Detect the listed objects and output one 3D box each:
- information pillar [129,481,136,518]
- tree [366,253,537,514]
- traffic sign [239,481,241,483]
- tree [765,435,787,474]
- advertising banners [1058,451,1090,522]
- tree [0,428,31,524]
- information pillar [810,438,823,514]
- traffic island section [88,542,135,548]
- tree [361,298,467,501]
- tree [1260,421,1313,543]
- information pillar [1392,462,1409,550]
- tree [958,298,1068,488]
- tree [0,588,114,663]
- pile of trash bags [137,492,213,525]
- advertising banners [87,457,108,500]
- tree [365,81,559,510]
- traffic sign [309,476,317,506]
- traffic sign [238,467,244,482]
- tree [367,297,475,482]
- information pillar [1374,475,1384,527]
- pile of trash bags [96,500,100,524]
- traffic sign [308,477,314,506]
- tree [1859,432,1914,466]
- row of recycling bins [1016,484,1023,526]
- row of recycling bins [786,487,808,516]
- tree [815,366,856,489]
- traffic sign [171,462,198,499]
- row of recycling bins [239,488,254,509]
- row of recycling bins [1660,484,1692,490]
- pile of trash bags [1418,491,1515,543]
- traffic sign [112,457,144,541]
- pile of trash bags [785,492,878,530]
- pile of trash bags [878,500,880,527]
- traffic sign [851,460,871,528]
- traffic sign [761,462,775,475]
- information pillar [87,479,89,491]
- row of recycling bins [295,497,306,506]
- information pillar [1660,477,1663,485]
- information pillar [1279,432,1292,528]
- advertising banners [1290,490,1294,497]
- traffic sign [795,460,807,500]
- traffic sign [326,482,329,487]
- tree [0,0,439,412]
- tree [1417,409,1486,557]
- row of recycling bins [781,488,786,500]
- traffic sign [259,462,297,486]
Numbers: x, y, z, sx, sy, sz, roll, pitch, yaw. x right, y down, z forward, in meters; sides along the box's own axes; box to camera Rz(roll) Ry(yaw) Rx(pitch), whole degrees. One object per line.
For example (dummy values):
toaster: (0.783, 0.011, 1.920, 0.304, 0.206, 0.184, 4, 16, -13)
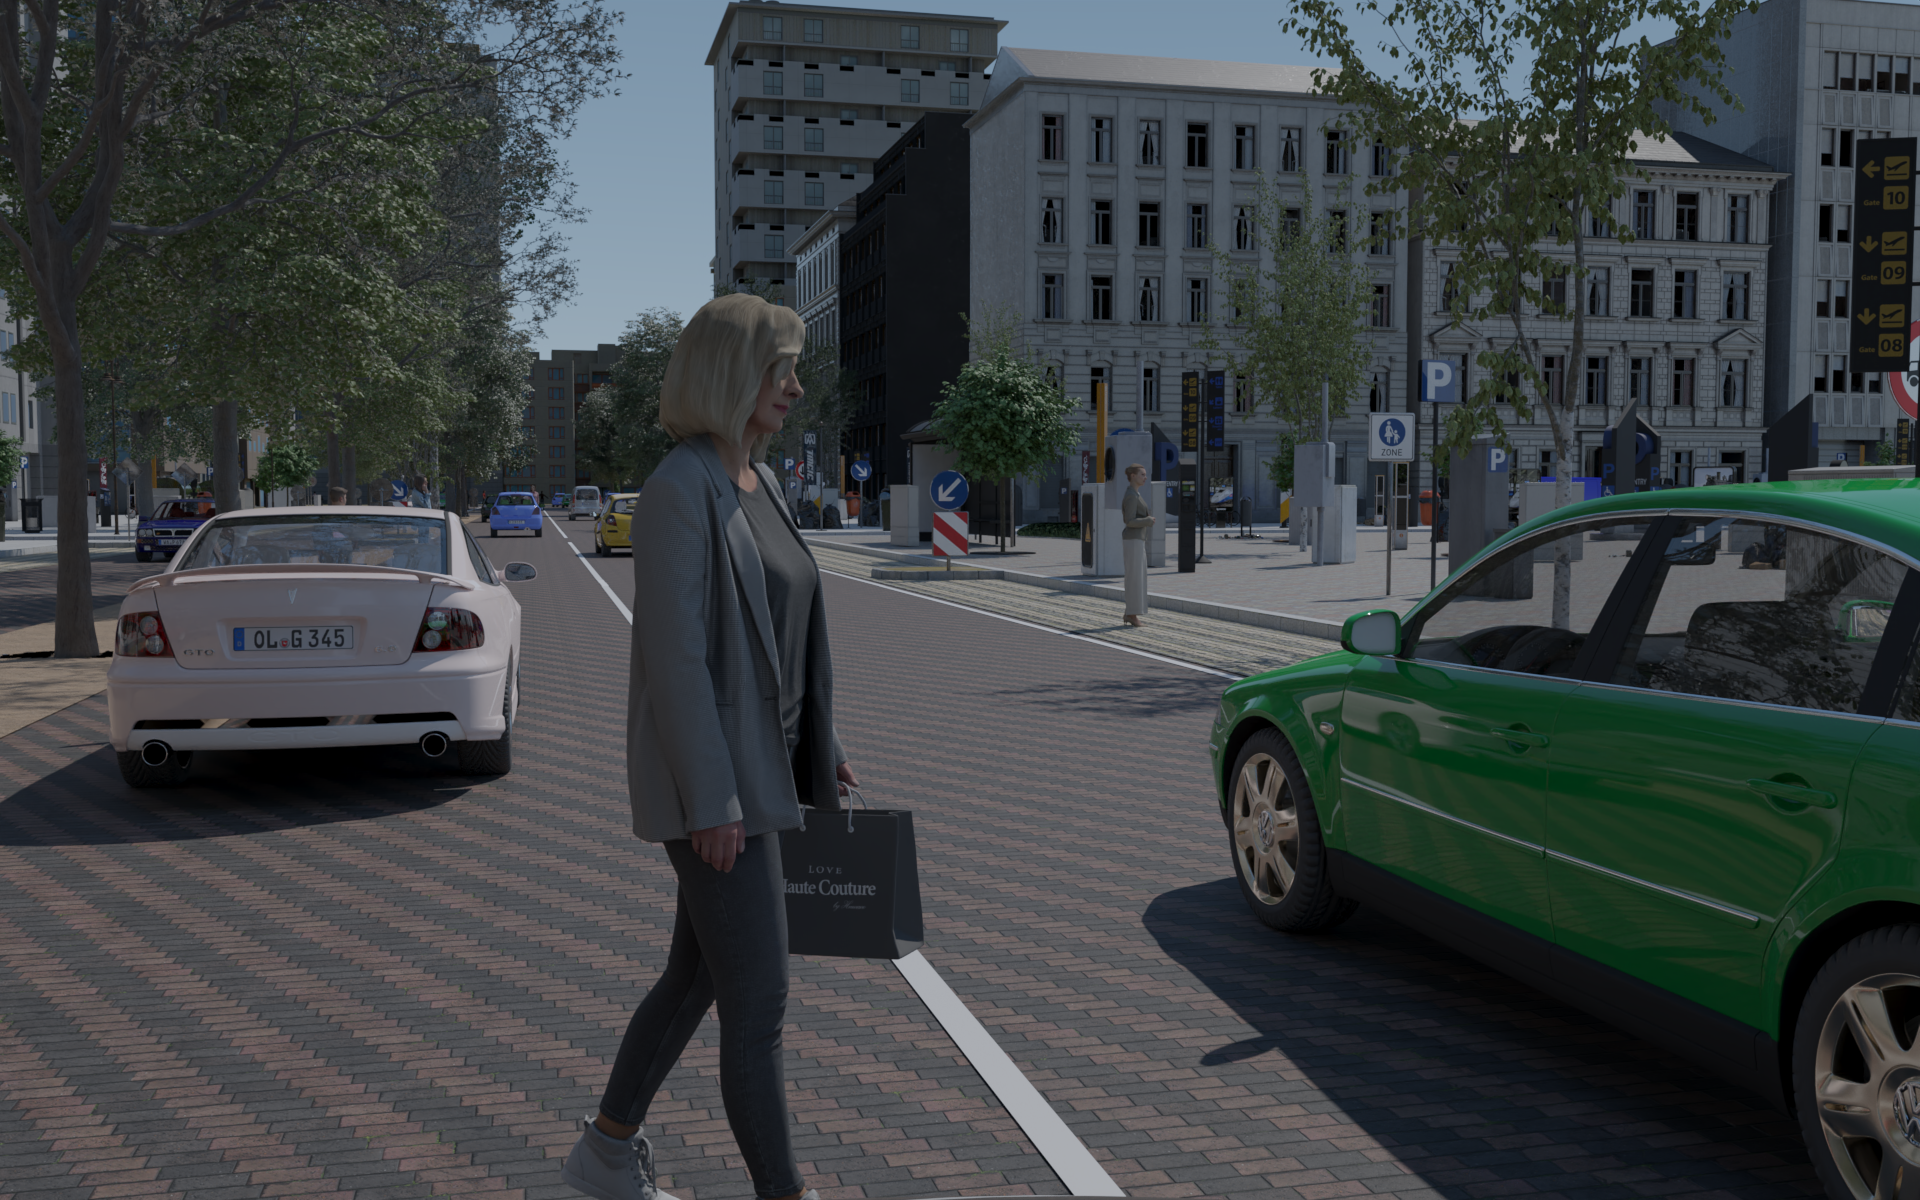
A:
information pillar: (-43.961, -5.348, 91.925, 0.304, 2.012, 0.304, -2, 4, -34)
tree: (-26.279, -10.990, 88.802, 9.857, 13.997, 8.962, 0, 3, 0)
traffic sign: (-37.984, -5.540, 90.685, 0.768, 2.556, 0.104, -1, 4, -13)
tree: (-14.876, -10.842, 127.632, 4.737, 8.622, 4.395, 0, 3, 0)
advertising banners: (4.649, -4.545, 70.499, 0.090, 3.025, 2.074, -2, 4, -33)
tree: (-41.627, -5.531, 74.139, 4.285, 4.588, 4.351, 0, 3, 0)
information pillar: (-5.526, -4.598, 66.534, 0.504, 3.616, 0.183, 0, 4, -5)
traffic island section: (-22.624, -1.520, 47.128, 2.009, 0.180, 2.903, -1, 4, -14)
tree: (-18.587, -6.422, 57.825, 4.737, 8.622, 4.395, 0, 3, 0)
tree: (8.831, -3.136, 45.877, 1.663, 3.219, 1.824, 0, 3, 0)
information pillar: (10.109, -2.158, 39.770, 0.304, 2.012, 0.304, 0, 4, 1)
tree: (1.741, -7.021, 65.155, 4.737, 8.622, 4.395, 0, 3, 0)
tree: (-7.672, -6.226, 14.627, 12.009, 13.543, 11.850, 0, 3, 0)
pile of trash bags: (-30.823, -3.590, 68.452, 3.447, 1.369, 1.912, 2, 4, 26)
advertising banners: (-40.420, -5.161, 80.572, 0.090, 3.025, 2.074, 1, 4, 20)
tree: (-24.634, -13.351, 76.641, 12.611, 20.169, 13.585, 0, 3, 0)
traffic sign: (-44.600, -7.274, 119.030, 0.768, 2.556, 0.104, -1, 4, -9)
traffic sign: (-33.093, -4.831, 79.098, 0.768, 2.556, 0.104, 0, 4, -6)
tree: (-19.523, -6.701, 62.374, 4.360, 8.622, 3.978, 0, 3, 0)
information pillar: (16.454, -3.883, 67.977, 0.304, 2.012, 0.304, 0, 4, 1)
pile of trash bags: (-38.059, -3.958, 74.460, 1.912, 1.369, 3.447, -2, 4, -27)
traffic sign: (-43.848, -7.121, 116.534, 0.768, 2.556, 0.104, 0, 4, -5)
tree: (28.888, -3.637, 54.069, 1.663, 3.219, 1.824, 0, 3, 0)
row of recycling bins: (1.177, -3.879, 70.536, 3.534, 1.692, 1.069, 3, 5, 45)
row of recycling bins: (-8.937, -5.940, 104.225, 1.069, 1.692, 3.534, 2, 4, 27)
tree: (-7.470, -8.866, 95.322, 4.360, 8.622, 3.978, 0, 3, 0)
traffic sign: (-24.524, -3.130, 54.823, 0.795, 2.450, 0.064, -1, 4, -14)
row of recycling bins: (-48.510, -6.561, 114.383, 3.534, 1.692, 1.069, -1, 4, -12)
row of recycling bins: (29.037, -3.891, 70.731, 1.069, 1.692, 3.534, -1, 4, -23)
pile of trash bags: (13.436, -2.242, 46.408, 3.447, 1.369, 1.912, -3, 5, -40)
traffic sign: (-22.603, -2.656, 47.071, 0.795, 2.450, 0.064, -1, 4, -14)
pile of trash bags: (-5.042, -3.315, 63.956, 3.447, 1.369, 1.912, -3, 5, -44)
pile of trash bags: (-2.322, -3.624, 69.007, 3.447, 1.369, 1.912, -1, 4, -13)
traffic sign: (-3.746, -4.009, 65.659, 0.768, 2.556, 0.104, 0, 4, -6)
traffic sign: (-5.859, -2.908, 51.186, 0.795, 2.450, 0.064, -1, 4, -14)
information pillar: (-43.670, -5.017, 86.514, 0.304, 2.012, 0.304, -3, 4, -37)
row of recycling bins: (-46.879, -7.043, 122.266, 1.069, 1.692, 3.534, -1, 4, -15)
information pillar: (30.177, -4.312, 74.999, 0.304, 2.012, 0.304, -2, 4, -32)
information pillar: (12.340, -4.528, 65.382, 0.504, 3.616, 0.183, 1, 4, 16)
advertising banners: (12.296, -4.134, 63.778, 0.090, 3.025, 2.074, 2, 4, 25)
traffic sign: (-5.801, -3.978, 65.145, 0.768, 2.556, 0.104, 0, 4, -6)
traffic sign: (-44.674, -7.540, 123.290, 0.884, 2.594, 0.081, -1, 4, -9)
tree: (-10.386, -6.332, 24.111, 7.486, 12.596, 7.792, 0, 3, 0)
tree: (10.492, -2.498, 35.441, 1.663, 3.219, 1.824, 0, 3, 0)
row of recycling bins: (-12.630, -7.009, 121.702, 1.069, 1.692, 3.534, 1, 4, 9)
traffic sign: (-40.999, -6.754, 104.298, 2.265, 3.308, 0.079, -1, 4, -11)
